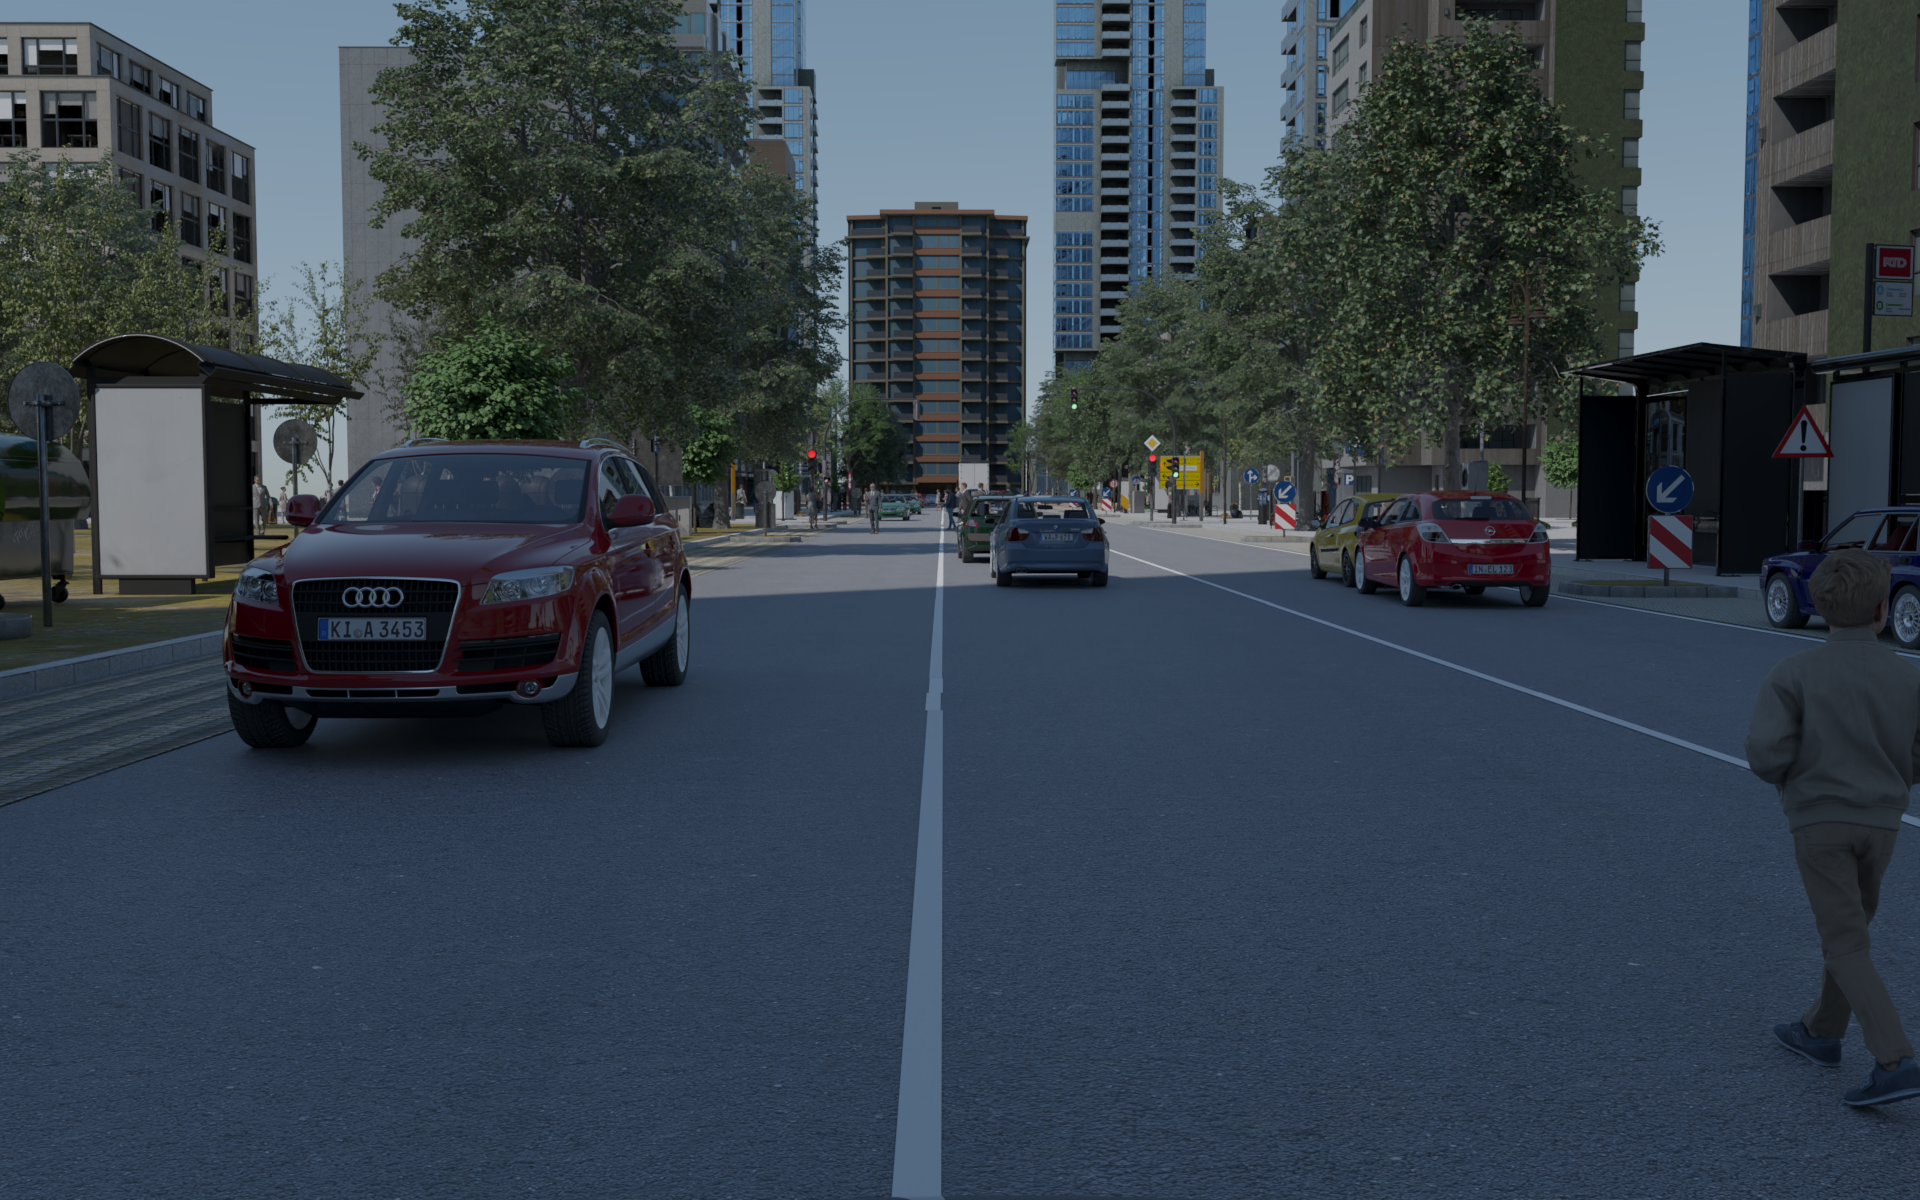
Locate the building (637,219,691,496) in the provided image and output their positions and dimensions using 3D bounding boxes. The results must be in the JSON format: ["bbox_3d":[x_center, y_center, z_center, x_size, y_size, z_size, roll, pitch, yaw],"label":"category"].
[{"bbox_3d":[-25.453,-16.246,120.371,10.420,20.320,16.860,0,4,-1],"label":"building"}]

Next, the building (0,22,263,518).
[{"bbox_3d":[-61.751,-18.131,100.965,34.151,26.468,19.350,0,4,-1],"label":"building"}]

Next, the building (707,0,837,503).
[{"bbox_3d":[-34.403,-58.017,261.251,31.000,86.520,22.319,0,4,-1],"label":"building"}]

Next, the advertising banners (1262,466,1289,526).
[{"bbox_3d":[12.752,-4.531,70.273,0.090,3.025,2.074,3,5,43],"label":"advertising banners"}]

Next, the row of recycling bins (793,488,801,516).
[{"bbox_3d":[-9.807,-5.742,100.987,1.069,1.692,3.534,0,4,-2],"label":"row of recycling bins"}]

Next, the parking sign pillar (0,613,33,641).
[{"bbox_3d":[-9.054,-1.639,15.266,1.447,3.967,1.447,-2,4,-27],"label":"parking sign pillar"}]

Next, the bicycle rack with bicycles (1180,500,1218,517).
[{"bbox_3d":[13.612,-5.284,99.769,2.852,0.926,2.925,-1,4,-9],"label":"bicycle rack with bicycles"}]

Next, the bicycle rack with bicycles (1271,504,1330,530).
[{"bbox_3d":[12.592,-3.023,62.803,2.925,0.926,2.852,0,4,-5],"label":"bicycle rack with bicycles"}]

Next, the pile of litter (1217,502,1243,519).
[{"bbox_3d":[14.049,-4.665,90.243,1.719,0.858,1.176,-2,4,-27],"label":"pile of litter"}]

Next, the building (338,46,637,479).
[{"bbox_3d":[-26.780,-17.360,101.859,12.078,24.808,19.932,0,4,-1],"label":"building"}]

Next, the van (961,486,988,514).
[{"bbox_3d":[0.849,-5.485,96.695,2.013,2.044,4.112,0,3,0],"label":"van"}]

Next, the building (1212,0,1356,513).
[{"bbox_3d":[32.348,-49.856,127.817,22.319,86.520,31.000,0,4,-1],"label":"building"}]

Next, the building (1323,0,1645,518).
[{"bbox_3d":[29.200,-20.013,98.909,14.107,30.474,14.160,0,4,-1],"label":"building"}]

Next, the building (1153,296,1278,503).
[{"bbox_3d":[35.791,-20.366,178.015,27.650,21.520,28.899,0,4,-1],"label":"building"}]

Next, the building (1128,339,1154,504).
[{"bbox_3d":[34.788,-22.205,208.097,27.650,21.520,28.899,0,4,-1],"label":"building"}]

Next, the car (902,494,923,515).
[{"bbox_3d":[-3.637,-6.709,121.487,2.131,1.459,4.920,0,4,-2],"label":"car"}]

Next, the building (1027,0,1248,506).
[{"bbox_3d":[25.709,-58.013,261.180,31.000,86.520,22.319,0,4,-1],"label":"building"}]

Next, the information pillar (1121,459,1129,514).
[{"bbox_3d":[10.868,-7.500,113.985,0.504,3.616,0.183,0,4,0],"label":"information pillar"}]

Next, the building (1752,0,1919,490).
[{"bbox_3d":[29.553,-16.812,46.576,14.160,30.474,14.107,0,4,-1],"label":"building"}]

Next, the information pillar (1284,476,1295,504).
[{"bbox_3d":[13.645,-4.114,71.761,0.304,2.012,0.304,3,5,44],"label":"information pillar"}]

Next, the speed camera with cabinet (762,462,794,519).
[{"bbox_3d":[-9.578,-5.866,90.251,2.038,3.252,0.660,3,4,38],"label":"speed camera with cabinet"}]

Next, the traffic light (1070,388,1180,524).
[{"bbox_3d":[7.076,-6.079,74.067,4.771,5.953,1.251,0,4,-1],"label":"traffic light"}]

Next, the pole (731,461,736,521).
[{"bbox_3d":[-10.907,-5.472,83.303,0.158,3.312,0.155,0,3,0],"label":"pole"}]

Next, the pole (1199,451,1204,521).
[{"bbox_3d":[11.414,-5.380,81.813,0.158,3.312,0.155,0,3,0],"label":"pole"}]

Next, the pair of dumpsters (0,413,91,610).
[{"bbox_3d":[-10.996,-0.967,18.307,1.574,2.255,4.437,0,4,-1],"label":"pair of dumpsters"}]

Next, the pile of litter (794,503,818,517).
[{"bbox_3d":[-9.199,-5.128,97.802,1.176,0.858,1.719,3,5,44],"label":"pile of litter"}]

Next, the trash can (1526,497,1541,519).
[{"bbox_3d":[23.926,-3.718,72.436,0.748,1.137,0.748,0,3,0],"label":"trash can"}]

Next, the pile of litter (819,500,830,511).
[{"bbox_3d":[-10.830,-7.313,133.537,1.719,0.858,1.176,2,4,24],"label":"pile of litter"}]

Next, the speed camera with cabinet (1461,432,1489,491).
[{"bbox_3d":[14.271,-3.320,48.616,0.660,3.252,2.038,0,4,3],"label":"speed camera with cabinet"}]

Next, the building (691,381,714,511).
[{"bbox_3d":[-25.047,-17.321,137.945,10.420,20.320,16.860,0,4,-1],"label":"building"}]

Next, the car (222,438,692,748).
[{"bbox_3d":[-3.054,-0.171,11.473,2.281,1.827,5.304,0,4,-1],"label":"car"}]

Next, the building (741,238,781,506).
[{"bbox_3d":[-27.803,-25.906,195.256,14.160,30.474,14.107,0,4,-1],"label":"building"}]

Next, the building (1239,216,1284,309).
[{"bbox_3d":[56.212,-37.213,263.050,28.867,44.769,22.147,0,4,-1],"label":"building"}]

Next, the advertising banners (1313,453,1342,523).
[{"bbox_3d":[15.583,-4.762,74.039,2.074,3.025,0.090,-2,4,-33],"label":"advertising banners"}]

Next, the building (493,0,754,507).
[{"bbox_3d":[-32.800,-33.783,171.966,23.786,49.044,30.456,0,4,-1],"label":"building"}]

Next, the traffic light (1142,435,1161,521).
[{"bbox_3d":[9.091,-5.706,82.213,0.839,4.253,0.868,0,4,-1],"label":"traffic light"}]

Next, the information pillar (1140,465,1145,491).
[{"bbox_3d":[12.433,-7.752,118.095,0.183,3.616,0.504,-2,4,-25],"label":"information pillar"}]

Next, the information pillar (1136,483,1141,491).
[{"bbox_3d":[12.080,-6.904,117.366,0.304,2.012,0.304,1,4,14],"label":"information pillar"}]

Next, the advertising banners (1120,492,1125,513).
[{"bbox_3d":[11.210,-7.488,118.617,0.090,3.025,2.074,0,4,-7],"label":"advertising banners"}]

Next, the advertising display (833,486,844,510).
[{"bbox_3d":[-9.756,-8.192,139.153,0.974,1.923,0.123,1,4,17],"label":"advertising display"}]

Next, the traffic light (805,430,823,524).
[{"bbox_3d":[-6.294,-5.208,74.067,0.839,4.253,0.868,0,4,-1],"label":"traffic light"}]

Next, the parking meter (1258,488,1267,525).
[{"bbox_3d":[12.716,-3.934,72.724,0.372,1.533,0.369,0,3,0],"label":"parking meter"}]

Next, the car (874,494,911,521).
[{"bbox_3d":[-3.687,-5.011,93.720,2.131,1.459,4.920,0,4,1],"label":"car"}]

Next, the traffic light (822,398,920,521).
[{"bbox_3d":[-4.278,-6.571,82.106,4.771,5.953,1.251,0,4,-1],"label":"traffic light"}]

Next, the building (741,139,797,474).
[{"bbox_3d":[-27.956,-34.527,214.625,14.200,45.320,14.600,0,4,-1],"label":"building"}]

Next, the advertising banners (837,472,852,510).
[{"bbox_3d":[-9.032,-8.521,135.507,0.090,3.025,2.074,-3,4,-37],"label":"advertising banners"}]

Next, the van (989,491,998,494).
[{"bbox_3d":[4.060,-12.748,215.442,2.013,2.044,4.112,0,4,-2],"label":"van"}]

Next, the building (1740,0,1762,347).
[{"bbox_3d":[61.024,-48.147,99.878,31.000,86.520,22.319,0,4,-1],"label":"building"}]

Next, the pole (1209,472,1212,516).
[{"bbox_3d":[14.817,-6.641,102.423,0.158,3.312,0.155,0,3,0],"label":"pole"}]

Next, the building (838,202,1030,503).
[{"bbox_3d":[-4.222,-37.151,262.050,28.867,44.769,22.147,0,4,-1],"label":"building"}]
